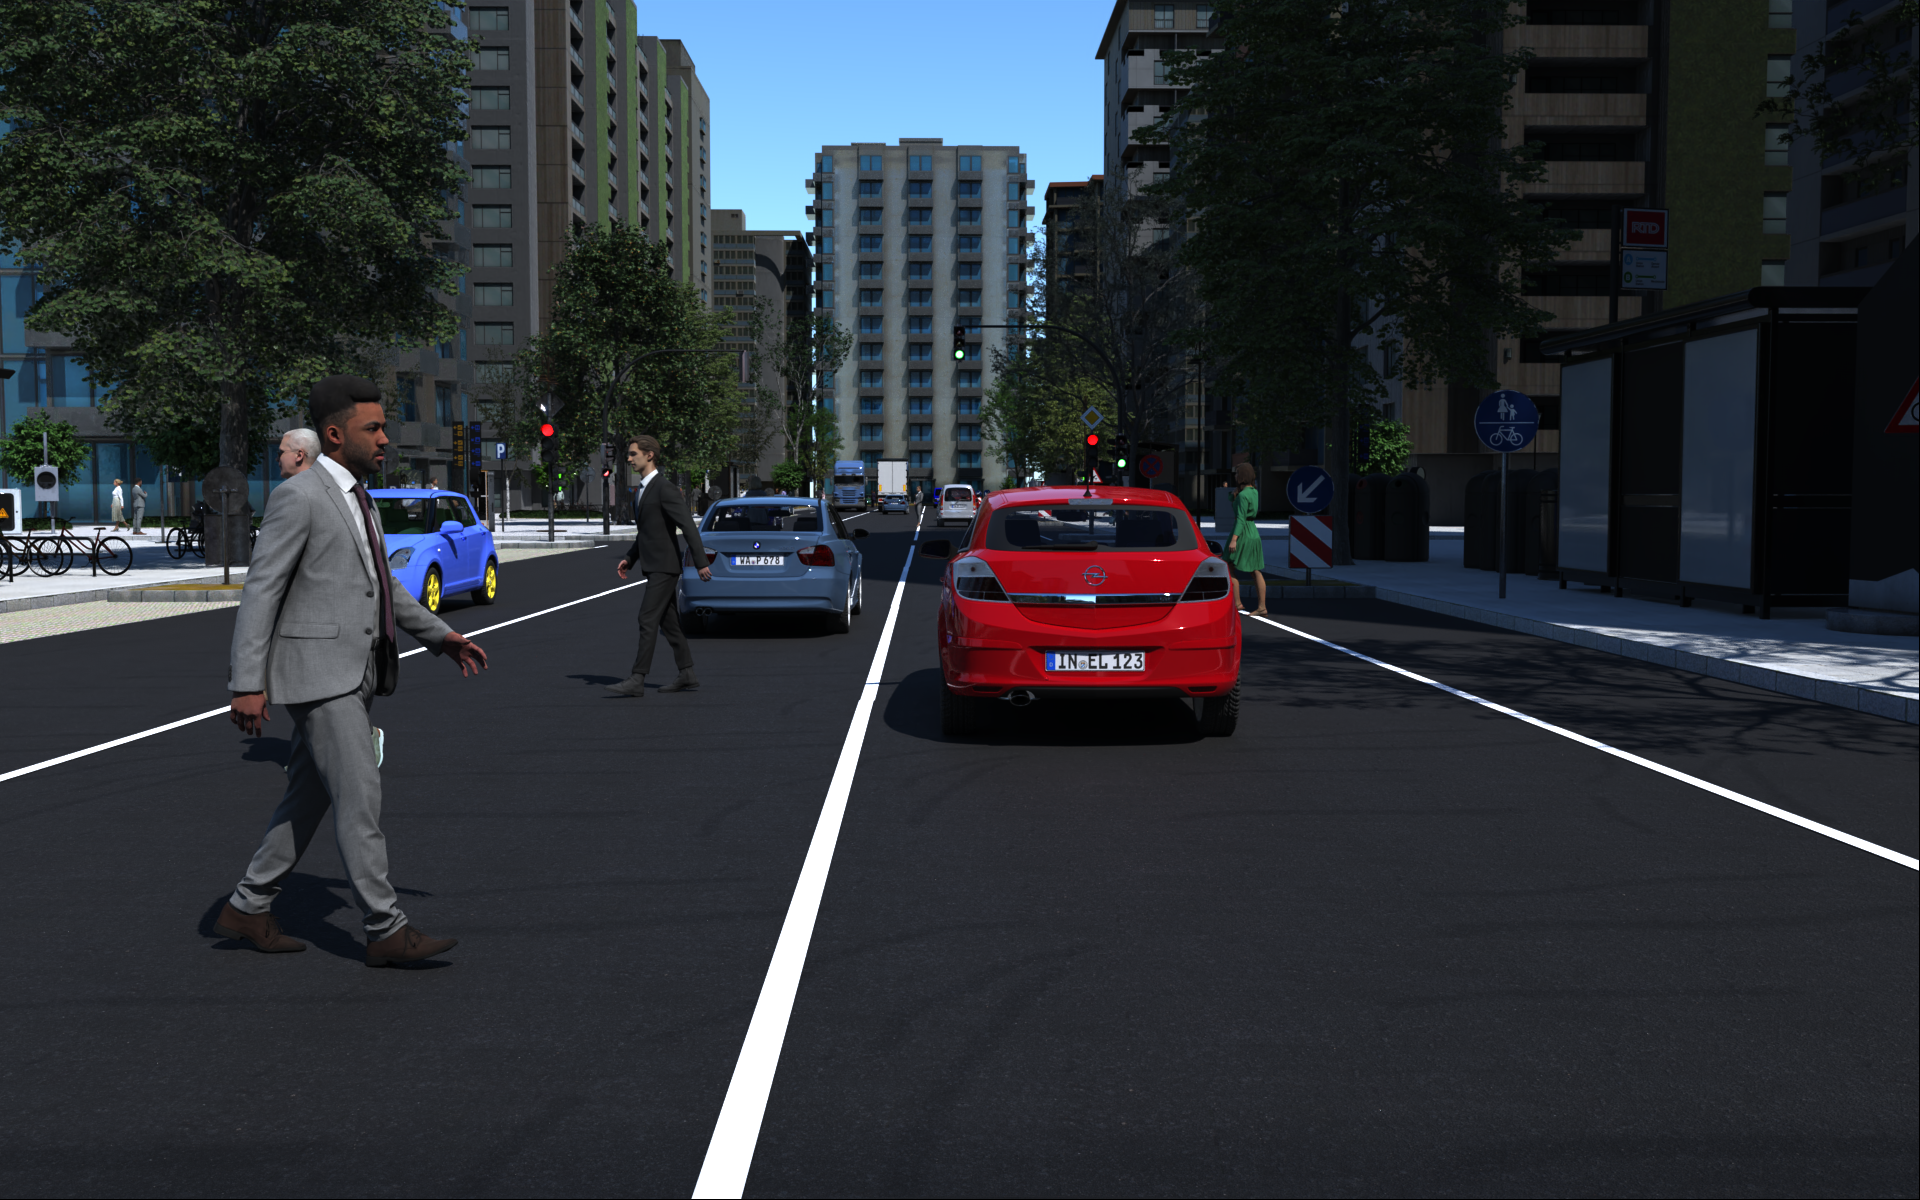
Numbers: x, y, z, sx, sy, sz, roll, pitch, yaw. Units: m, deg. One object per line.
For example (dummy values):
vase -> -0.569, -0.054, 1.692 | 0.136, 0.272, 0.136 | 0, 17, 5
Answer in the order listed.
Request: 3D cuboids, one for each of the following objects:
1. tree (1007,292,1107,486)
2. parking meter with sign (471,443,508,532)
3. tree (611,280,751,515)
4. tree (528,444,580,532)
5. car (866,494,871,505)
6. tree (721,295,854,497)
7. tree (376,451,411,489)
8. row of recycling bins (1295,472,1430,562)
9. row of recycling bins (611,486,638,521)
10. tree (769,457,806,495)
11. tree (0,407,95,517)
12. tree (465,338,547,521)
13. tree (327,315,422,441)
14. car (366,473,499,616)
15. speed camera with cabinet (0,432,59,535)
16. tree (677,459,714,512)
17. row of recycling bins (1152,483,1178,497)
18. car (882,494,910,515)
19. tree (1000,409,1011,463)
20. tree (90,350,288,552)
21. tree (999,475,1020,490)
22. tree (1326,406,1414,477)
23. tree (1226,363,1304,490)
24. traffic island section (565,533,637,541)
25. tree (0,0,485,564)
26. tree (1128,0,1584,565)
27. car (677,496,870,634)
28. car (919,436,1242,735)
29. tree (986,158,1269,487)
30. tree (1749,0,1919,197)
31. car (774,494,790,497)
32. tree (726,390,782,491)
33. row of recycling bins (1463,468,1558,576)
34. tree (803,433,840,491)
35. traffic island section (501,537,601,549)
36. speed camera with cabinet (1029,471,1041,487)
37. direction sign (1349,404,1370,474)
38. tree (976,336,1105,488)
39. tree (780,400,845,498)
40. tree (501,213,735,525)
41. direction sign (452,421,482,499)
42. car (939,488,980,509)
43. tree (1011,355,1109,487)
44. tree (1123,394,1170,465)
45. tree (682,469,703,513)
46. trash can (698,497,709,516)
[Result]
tree -> 6.488, -10.973, 97.534 | 7.486, 12.596, 7.792 | 0, 3, 0
parking meter with sign -> -16.123, -3.802, 58.417 | 0.543, 3.016, 1.738 | 3, 4, 39
tree -> -14.823, -10.671, 92.598 | 7.486, 12.596, 7.792 | 0, 3, 0
tree -> -13.742, -3.925, 58.777 | 1.663, 3.219, 1.824 | 0, 3, 0
car -> -10.943, -11.589, 201.279 | 2.131, 1.459, 4.920 | 0, 4, -2
tree -> -16.915, -18.956, 165.817 | 12.611, 20.169, 13.585 | 0, 3, 0
tree -> -21.850, -4.377, 66.161 | 1.663, 3.219, 1.824 | 0, 3, 0
row of recycling bins -> 7.923, -1.661, 34.267 | 1.069, 1.692, 3.534 | -2, 4, -28
row of recycling bins -> -16.203, -4.719, 84.263 | 1.069, 1.692, 3.534 | 0, 4, 6
tree -> -15.160, -10.344, 152.831 | 4.285, 4.588, 4.351 | 0, 3, 0
tree -> -34.539, -4.994, 65.358 | 4.285, 4.588, 4.351 | 0, 3, 0
tree -> -21.225, -8.052, 82.019 | 4.360, 8.622, 3.978 | 0, 3, 0
tree -> -21.534, -6.850, 62.363 | 4.360, 8.622, 3.978 | 0, 3, 0
car -> -6.898, -0.704, 21.108 | 1.945, 1.707, 3.694 | 0, 4, 0
speed camera with cabinet -> -29.776, -3.709, 54.982 | 2.038, 3.252, 0.660 | -2, 4, -28
tree -> -19.448, -8.785, 127.353 | 4.285, 4.588, 4.351 | 0, 3, 0
row of recycling bins -> 7.759, -3.581, 65.670 | 1.069, 1.692, 3.534 | 0, 4, 6
car -> -4.535, -6.735, 122.118 | 2.014, 1.417, 4.499 | 0, 4, 1
tree -> 5.313, -11.477, 138.003 | 4.737, 8.622, 4.395 | 0, 3, 0
tree -> -16.992, -3.396, 39.246 | 4.285, 4.588, 4.351 | 0, 3, 0
tree -> 5.038, -10.986, 174.214 | 1.663, 3.219, 1.824 | 0, 3, 0
tree -> 15.273, -4.949, 64.625 | 4.285, 4.588, 4.351 | 0, 3, 0
tree -> 16.070, -8.724, 93.007 | 4.737, 8.622, 4.395 | 0, 3, 0
traffic island section -> -11.155, -1.976, 54.587 | 2.009, 0.180, 2.903 | 0, 4, -1
tree -> -12.902, -7.566, 30.356 | 9.857, 13.997, 8.962 | 0, 3, 0
tree -> 6.888, -6.874, 30.519 | 7.486, 12.596, 7.792 | 0, 3, 0
car -> -2.016, -0.434, 19.093 | 2.014, 1.417, 4.499 | 0, 4, -1
car -> 0.779, -0.168, 11.790 | 2.155, 1.783, 4.494 | 0, 4, 1
tree -> 6.304, -9.341, 63.093 | 12.009, 13.543, 11.850 | 0, 3, 0
tree -> 7.682, -4.565, 9.056 | 8.767, 10.594, 7.601 | 1, 4, 17
car -> -12.161, -6.381, 116.339 | 2.014, 1.417, 4.499 | 0, 3, 0
tree -> -14.641, -10.478, 121.677 | 4.360, 8.622, 3.978 | 0, 3, 0
row of recycling bins -> 9.241, -1.316, 28.626 | 1.069, 1.692, 3.534 | 0, 4, -4
tree -> -16.094, -15.353, 201.387 | 4.737, 8.622, 4.395 | 0, 3, 0
traffic island section -> -11.010, -1.488, 46.603 | 2.009, 0.180, 2.903 | 0, 4, -1
speed camera with cabinet -> 5.712, -7.681, 119.924 | 2.038, 3.252, 0.660 | 3, 5, 42
direction sign -> 9.899, -3.145, 43.418 | 0.876, 3.537, 0.379 | -2, 4, -26
tree -> 6.057, -11.505, 113.857 | 9.928, 11.665, 9.643 | 0, 3, 0
tree -> -16.091, -16.206, 190.730 | 9.928, 11.665, 9.643 | 0, 3, 0
tree -> -14.042, -9.415, 70.949 | 9.611, 12.733, 9.660 | 0, 3, 0
direction sign -> -15.342, -3.790, 53.965 | 0.876, 3.537, 0.379 | 0, 4, -2
car -> -0.007, -5.245, 94.430 | 2.281, 1.827, 5.304 | 0, 4, -1
tree -> 5.775, -8.377, 87.324 | 4.737, 8.622, 4.395 | 0, 3, 0
tree -> 13.480, -10.786, 126.715 | 4.360, 8.622, 3.978 | 0, 3, 0
tree -> -18.573, -7.631, 119.371 | 1.663, 3.219, 1.824 | 0, 3, 0
trash can -> -14.868, -5.425, 100.345 | 0.748, 1.137, 0.748 | 0, 3, 0
